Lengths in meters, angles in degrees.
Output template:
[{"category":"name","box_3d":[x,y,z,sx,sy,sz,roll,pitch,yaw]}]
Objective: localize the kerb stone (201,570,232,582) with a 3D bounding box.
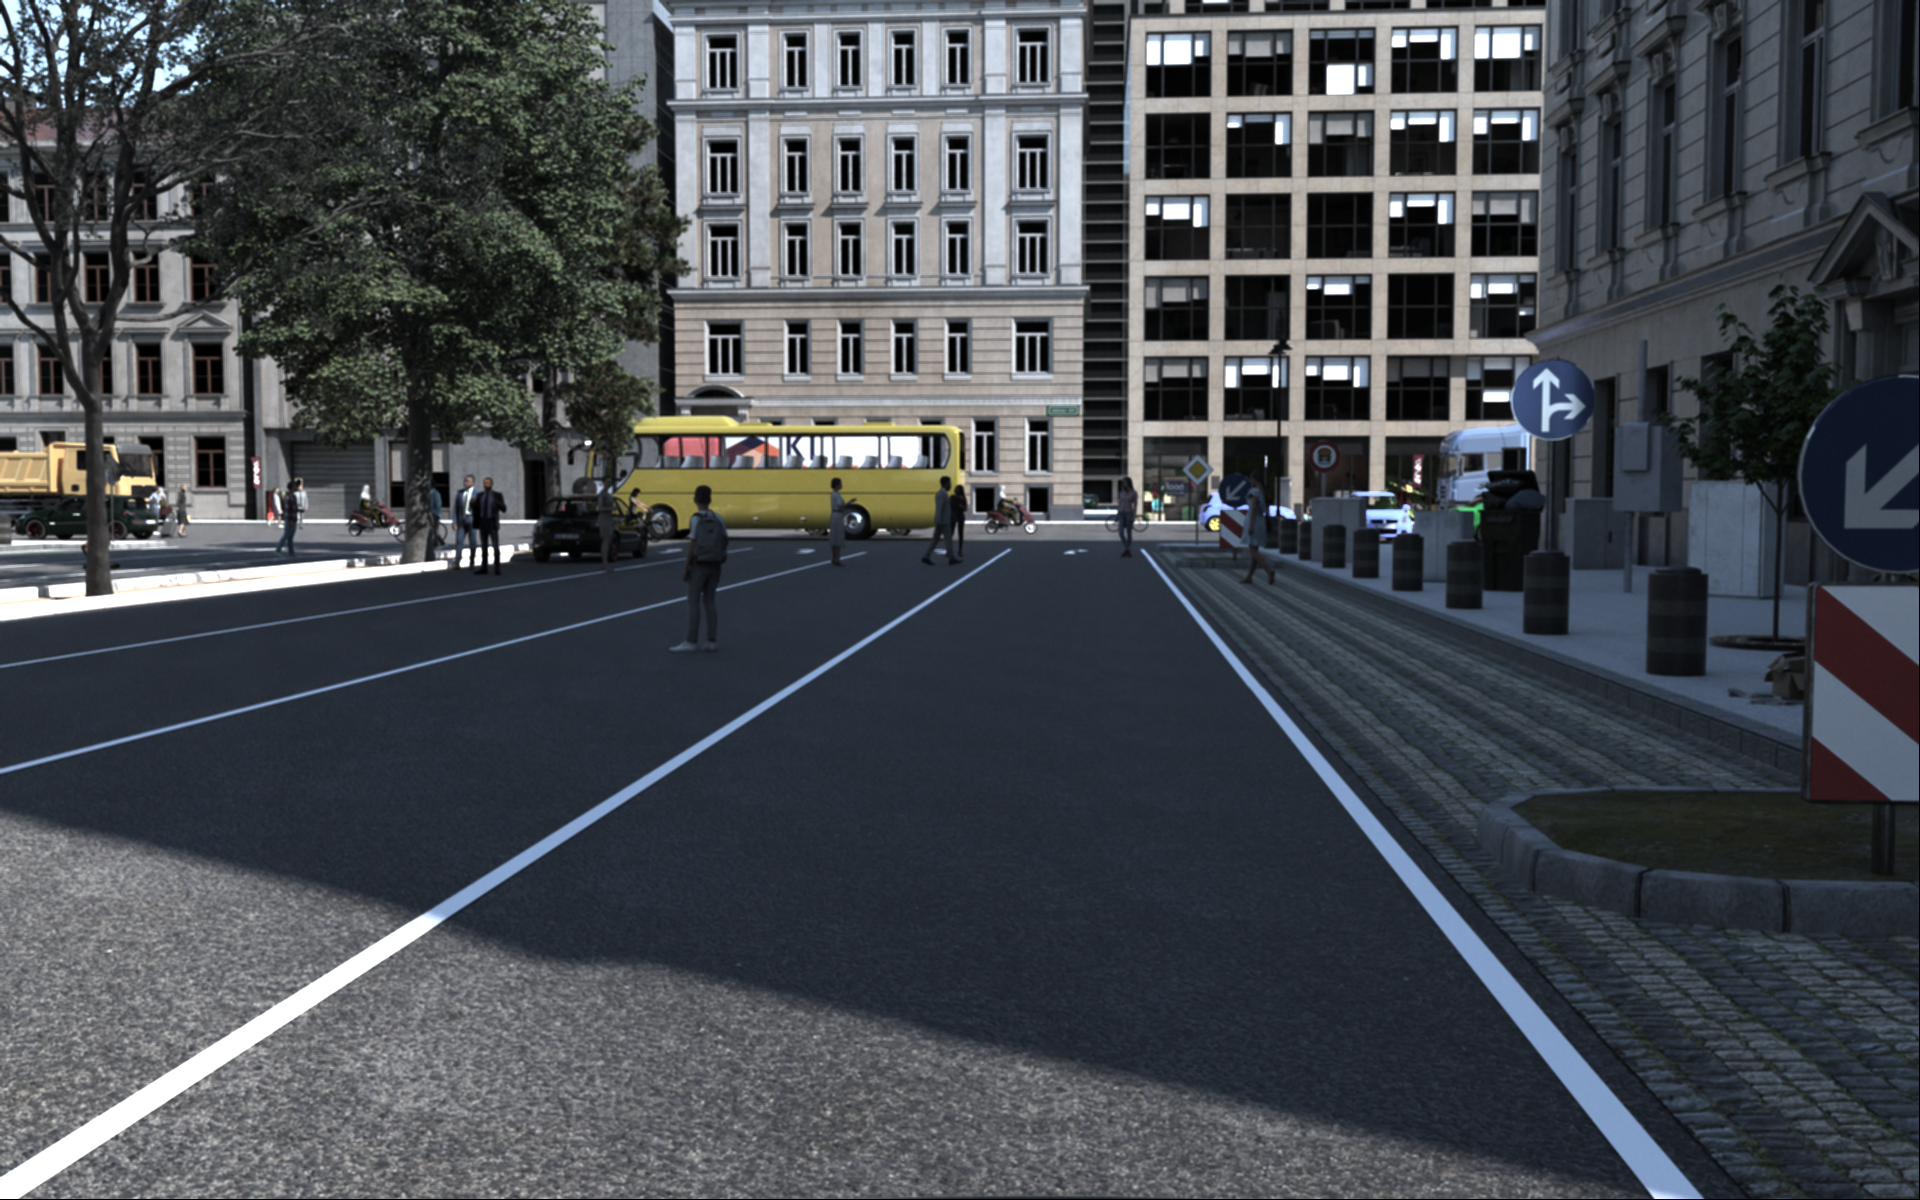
[{"category":"kerb stone","box_3d":[-12.337,-0.388,28.535,0.120,0.150,1.000,0,4,4]}]

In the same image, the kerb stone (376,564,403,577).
[{"category":"kerb stone","box_3d":[-10.082,-0.500,30.384,0.120,0.150,1.000,0,4,4]}]

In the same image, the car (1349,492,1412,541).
[{"category":"car","box_3d":[12.302,-2.560,51.452,1.945,1.707,3.694,0,4,3]}]

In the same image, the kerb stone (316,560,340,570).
[{"category":"kerb stone","box_3d":[-12.010,-0.640,32.655,0.120,0.150,1.000,0,4,4]}]

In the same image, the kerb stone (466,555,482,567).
[{"category":"kerb stone","box_3d":[-9.766,-0.752,34.492,0.120,0.150,1.000,0,4,4]}]

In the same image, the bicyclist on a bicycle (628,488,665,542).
[{"category":"bicyclist on a bicycle","box_3d":[-9.587,-2.544,51.619,1.625,1.676,1.499,0,4,4]}]

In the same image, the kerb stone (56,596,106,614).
[{"category":"kerb stone","box_3d":[-10.808,0.064,21.155,0.120,0.150,1.000,0,4,4]}]

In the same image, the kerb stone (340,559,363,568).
[{"category":"kerb stone","box_3d":[-11.925,-0.703,33.685,0.120,0.150,1.000,0,4,4]}]

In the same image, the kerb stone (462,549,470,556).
[{"category":"kerb stone","box_3d":[-11.443,-1.079,39.839,0.120,0.150,1.000,0,4,4]}]

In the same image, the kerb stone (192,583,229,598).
[{"category":"kerb stone","box_3d":[-10.568,-0.125,24.234,0.120,0.150,1.000,0,4,4]}]

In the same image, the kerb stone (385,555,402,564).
[{"category":"kerb stone","box_3d":[-11.767,-0.823,35.736,0.120,0.150,1.000,0,4,4]}]

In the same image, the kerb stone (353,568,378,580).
[{"category":"kerb stone","box_3d":[-10.170,-0.437,29.361,0.120,0.150,1.000,0,4,4]}]

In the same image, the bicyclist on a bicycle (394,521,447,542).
[{"category":"bicyclist on a bicycle","box_3d":[-15.958,-2.519,51.214,1.625,1.676,1.499,0,4,3]}]

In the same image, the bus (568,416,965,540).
[{"category":"bus","box_3d":[-6.019,-3.878,54.950,12.252,3.916,2.896,0,4,4]}]

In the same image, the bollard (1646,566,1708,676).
[{"category":"bollard","box_3d":[5.114,0.145,12.352,0.404,0.777,0.398,0,3,0]}]

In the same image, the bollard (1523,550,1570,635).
[{"category":"bollard","box_3d":[5.395,-0.074,15.933,0.404,0.777,0.398,0,3,0]}]

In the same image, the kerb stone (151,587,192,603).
[{"category":"kerb stone","box_3d":[-10.649,-0.062,23.202,0.120,0.150,1.000,0,4,4]}]

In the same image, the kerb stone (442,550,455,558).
[{"category":"kerb stone","box_3d":[-11.525,-1.007,38.809,0.120,0.150,1.000,0,4,4]}]

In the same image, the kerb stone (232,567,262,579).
[{"category":"kerb stone","box_3d":[-12.250,-0.450,29.558,0.120,0.150,1.000,0,4,4]}]

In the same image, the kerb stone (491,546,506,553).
[{"category":"kerb stone","box_3d":[-11.282,-1.205,41.890,0.120,0.150,1.000,0,4,4]}]

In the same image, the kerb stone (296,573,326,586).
[{"category":"kerb stone","box_3d":[-10.318,-0.310,27.313,0.120,0.150,1.000,0,4,4]}]

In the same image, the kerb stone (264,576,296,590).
[{"category":"kerb stone","box_3d":[-10.405,-0.250,26.290,0.120,0.150,1.000,0,4,4]}]

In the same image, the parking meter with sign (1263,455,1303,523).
[{"category":"parking meter with sign","box_3d":[14.563,-5.000,78.008,1.738,3.016,0.543,1,4,18]}]

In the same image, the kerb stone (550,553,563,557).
[{"category":"kerb stone","box_3d":[-9.354,-1.059,39.618,0.120,0.150,1.000,0,4,4]}]

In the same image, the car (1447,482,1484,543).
[{"category":"car","box_3d":[16.089,-2.451,48.865,4.718,1.807,1.959,0,4,3]}]

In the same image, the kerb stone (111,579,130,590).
[{"category":"kerb stone","box_3d":[-12.574,-0.198,25.446,0.120,0.150,1.000,0,4,4]}]

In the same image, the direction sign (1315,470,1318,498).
[{"category":"direction sign","box_3d":[16.180,-5.302,78.684,0.379,3.537,0.876,1,4,19]}]

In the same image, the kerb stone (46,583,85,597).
[{"category":"kerb stone","box_3d":[-12.650,-0.133,24.418,0.120,0.150,1.000,0,4,4]}]

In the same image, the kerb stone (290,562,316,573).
[{"category":"kerb stone","box_3d":[-12.093,-0.576,31.613,0.120,0.150,1.000,0,4,4]}]

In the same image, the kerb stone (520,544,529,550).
[{"category":"kerb stone","box_3d":[-11.114,-1.330,43.936,0.120,0.150,1.000,0,4,4]}]

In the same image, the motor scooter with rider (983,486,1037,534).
[{"category":"motor scooter with rider","box_3d":[1.800,-3.284,62.661,1.986,1.779,0.876,0,4,3]}]

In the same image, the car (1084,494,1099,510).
[{"category":"car","box_3d":[10.973,-8.435,149.713,2.131,1.459,4.920,0,4,3]}]

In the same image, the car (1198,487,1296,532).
[{"category":"car","box_3d":[10.993,-3.467,66.273,3.694,1.707,1.945,0,4,3]}]

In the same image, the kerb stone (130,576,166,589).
[{"category":"kerb stone","box_3d":[-12.499,-0.261,26.470,0.120,0.150,1.000,0,4,4]}]

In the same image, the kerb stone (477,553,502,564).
[{"category":"kerb stone","box_3d":[-9.673,-0.815,35.515,0.120,0.150,1.000,0,4,4]}]

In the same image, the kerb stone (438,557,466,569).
[{"category":"kerb stone","box_3d":[-9.841,-0.689,33.468,0.120,0.150,1.000,0,4,4]}]

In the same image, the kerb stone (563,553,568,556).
[{"category":"kerb stone","box_3d":[-9.266,-1.128,40.651,0.120,0.150,1.000,0,4,4]}]

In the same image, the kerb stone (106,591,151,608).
[{"category":"kerb stone","box_3d":[-10.725,0.003,22.178,0.120,0.150,1.000,0,4,4]}]

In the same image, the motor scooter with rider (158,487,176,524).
[{"category":"motor scooter with rider","box_3d":[-36.448,-4.253,78.497,1.986,1.779,0.876,0,4,4]}]

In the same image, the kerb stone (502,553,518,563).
[{"category":"kerb stone","box_3d":[-9.600,-0.878,36.547,0.120,0.150,1.000,0,4,4]}]

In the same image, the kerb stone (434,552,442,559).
[{"category":"kerb stone","box_3d":[-11.600,-0.946,37.785,0.120,0.150,1.000,0,4,4]}]

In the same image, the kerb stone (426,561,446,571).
[{"category":"kerb stone","box_3d":[-9.921,-0.627,32.444,0.120,0.150,1.000,0,4,4]}]

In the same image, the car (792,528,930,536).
[{"category":"car","box_3d":[-3.376,-2.887,59.560,4.827,1.381,2.083,0,4,4]}]

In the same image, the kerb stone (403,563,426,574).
[{"category":"kerb stone","box_3d":[-9.991,-0.563,31.407,0.120,0.150,1.000,0,4,4]}]

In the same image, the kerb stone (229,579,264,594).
[{"category":"kerb stone","box_3d":[-10.485,-0.186,25.265,0.120,0.150,1.000,0,4,4]}]

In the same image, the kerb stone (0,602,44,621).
[{"category":"kerb stone","box_3d":[-10.887,0.127,20.121,0.120,0.150,1.000,0,4,4]}]

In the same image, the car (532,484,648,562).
[{"category":"car","box_3d":[-8.024,-1.715,37.824,2.009,1.686,4.222,0,4,3]}]

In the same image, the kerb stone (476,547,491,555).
[{"category":"kerb stone","box_3d":[-11.368,-1.142,40.863,0.120,0.150,1.000,0,4,4]}]

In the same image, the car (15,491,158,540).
[{"category":"car","box_3d":[-27.482,-2.738,54.558,4.222,1.686,2.009,0,4,4]}]

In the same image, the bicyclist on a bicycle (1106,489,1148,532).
[{"category":"bicyclist on a bicycle","box_3d":[6.330,-3.404,65.685,1.625,1.676,1.499,0,4,6]}]

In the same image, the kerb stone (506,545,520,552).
[{"category":"kerb stone","box_3d":[-11.191,-1.267,42.912,0.120,0.150,1.000,0,4,4]}]

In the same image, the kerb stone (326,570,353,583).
[{"category":"kerb stone","box_3d":[-10.241,-0.375,28.337,0.120,0.150,1.000,0,4,4]}]

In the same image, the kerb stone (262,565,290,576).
[{"category":"kerb stone","box_3d":[-12.173,-0.508,30.584,0.120,0.150,1.000,0,4,4]}]

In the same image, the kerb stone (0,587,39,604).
[{"category":"kerb stone","box_3d":[-12.740,-0.073,23.395,0.120,0.150,1.000,0,4,4]}]

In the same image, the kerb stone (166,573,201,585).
[{"category":"kerb stone","box_3d":[-12.413,-0.325,27.501,0.120,0.150,1.000,0,4,4]}]

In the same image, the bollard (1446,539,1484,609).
[{"category":"bollard","box_3d":[5.678,-0.292,19.489,0.404,0.777,0.398,0,3,0]}]

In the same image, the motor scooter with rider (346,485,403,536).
[{"category":"motor scooter with rider","box_3d":[-20.034,-3.069,59.140,1.986,1.779,0.876,0,4,4]}]

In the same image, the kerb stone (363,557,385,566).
[{"category":"kerb stone","box_3d":[-11.843,-0.758,34.712,0.120,0.150,1.000,0,4,4]}]

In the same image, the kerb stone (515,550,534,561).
[{"category":"kerb stone","box_3d":[-9.519,-0.940,37.570,0.120,0.150,1.000,0,4,4]}]
